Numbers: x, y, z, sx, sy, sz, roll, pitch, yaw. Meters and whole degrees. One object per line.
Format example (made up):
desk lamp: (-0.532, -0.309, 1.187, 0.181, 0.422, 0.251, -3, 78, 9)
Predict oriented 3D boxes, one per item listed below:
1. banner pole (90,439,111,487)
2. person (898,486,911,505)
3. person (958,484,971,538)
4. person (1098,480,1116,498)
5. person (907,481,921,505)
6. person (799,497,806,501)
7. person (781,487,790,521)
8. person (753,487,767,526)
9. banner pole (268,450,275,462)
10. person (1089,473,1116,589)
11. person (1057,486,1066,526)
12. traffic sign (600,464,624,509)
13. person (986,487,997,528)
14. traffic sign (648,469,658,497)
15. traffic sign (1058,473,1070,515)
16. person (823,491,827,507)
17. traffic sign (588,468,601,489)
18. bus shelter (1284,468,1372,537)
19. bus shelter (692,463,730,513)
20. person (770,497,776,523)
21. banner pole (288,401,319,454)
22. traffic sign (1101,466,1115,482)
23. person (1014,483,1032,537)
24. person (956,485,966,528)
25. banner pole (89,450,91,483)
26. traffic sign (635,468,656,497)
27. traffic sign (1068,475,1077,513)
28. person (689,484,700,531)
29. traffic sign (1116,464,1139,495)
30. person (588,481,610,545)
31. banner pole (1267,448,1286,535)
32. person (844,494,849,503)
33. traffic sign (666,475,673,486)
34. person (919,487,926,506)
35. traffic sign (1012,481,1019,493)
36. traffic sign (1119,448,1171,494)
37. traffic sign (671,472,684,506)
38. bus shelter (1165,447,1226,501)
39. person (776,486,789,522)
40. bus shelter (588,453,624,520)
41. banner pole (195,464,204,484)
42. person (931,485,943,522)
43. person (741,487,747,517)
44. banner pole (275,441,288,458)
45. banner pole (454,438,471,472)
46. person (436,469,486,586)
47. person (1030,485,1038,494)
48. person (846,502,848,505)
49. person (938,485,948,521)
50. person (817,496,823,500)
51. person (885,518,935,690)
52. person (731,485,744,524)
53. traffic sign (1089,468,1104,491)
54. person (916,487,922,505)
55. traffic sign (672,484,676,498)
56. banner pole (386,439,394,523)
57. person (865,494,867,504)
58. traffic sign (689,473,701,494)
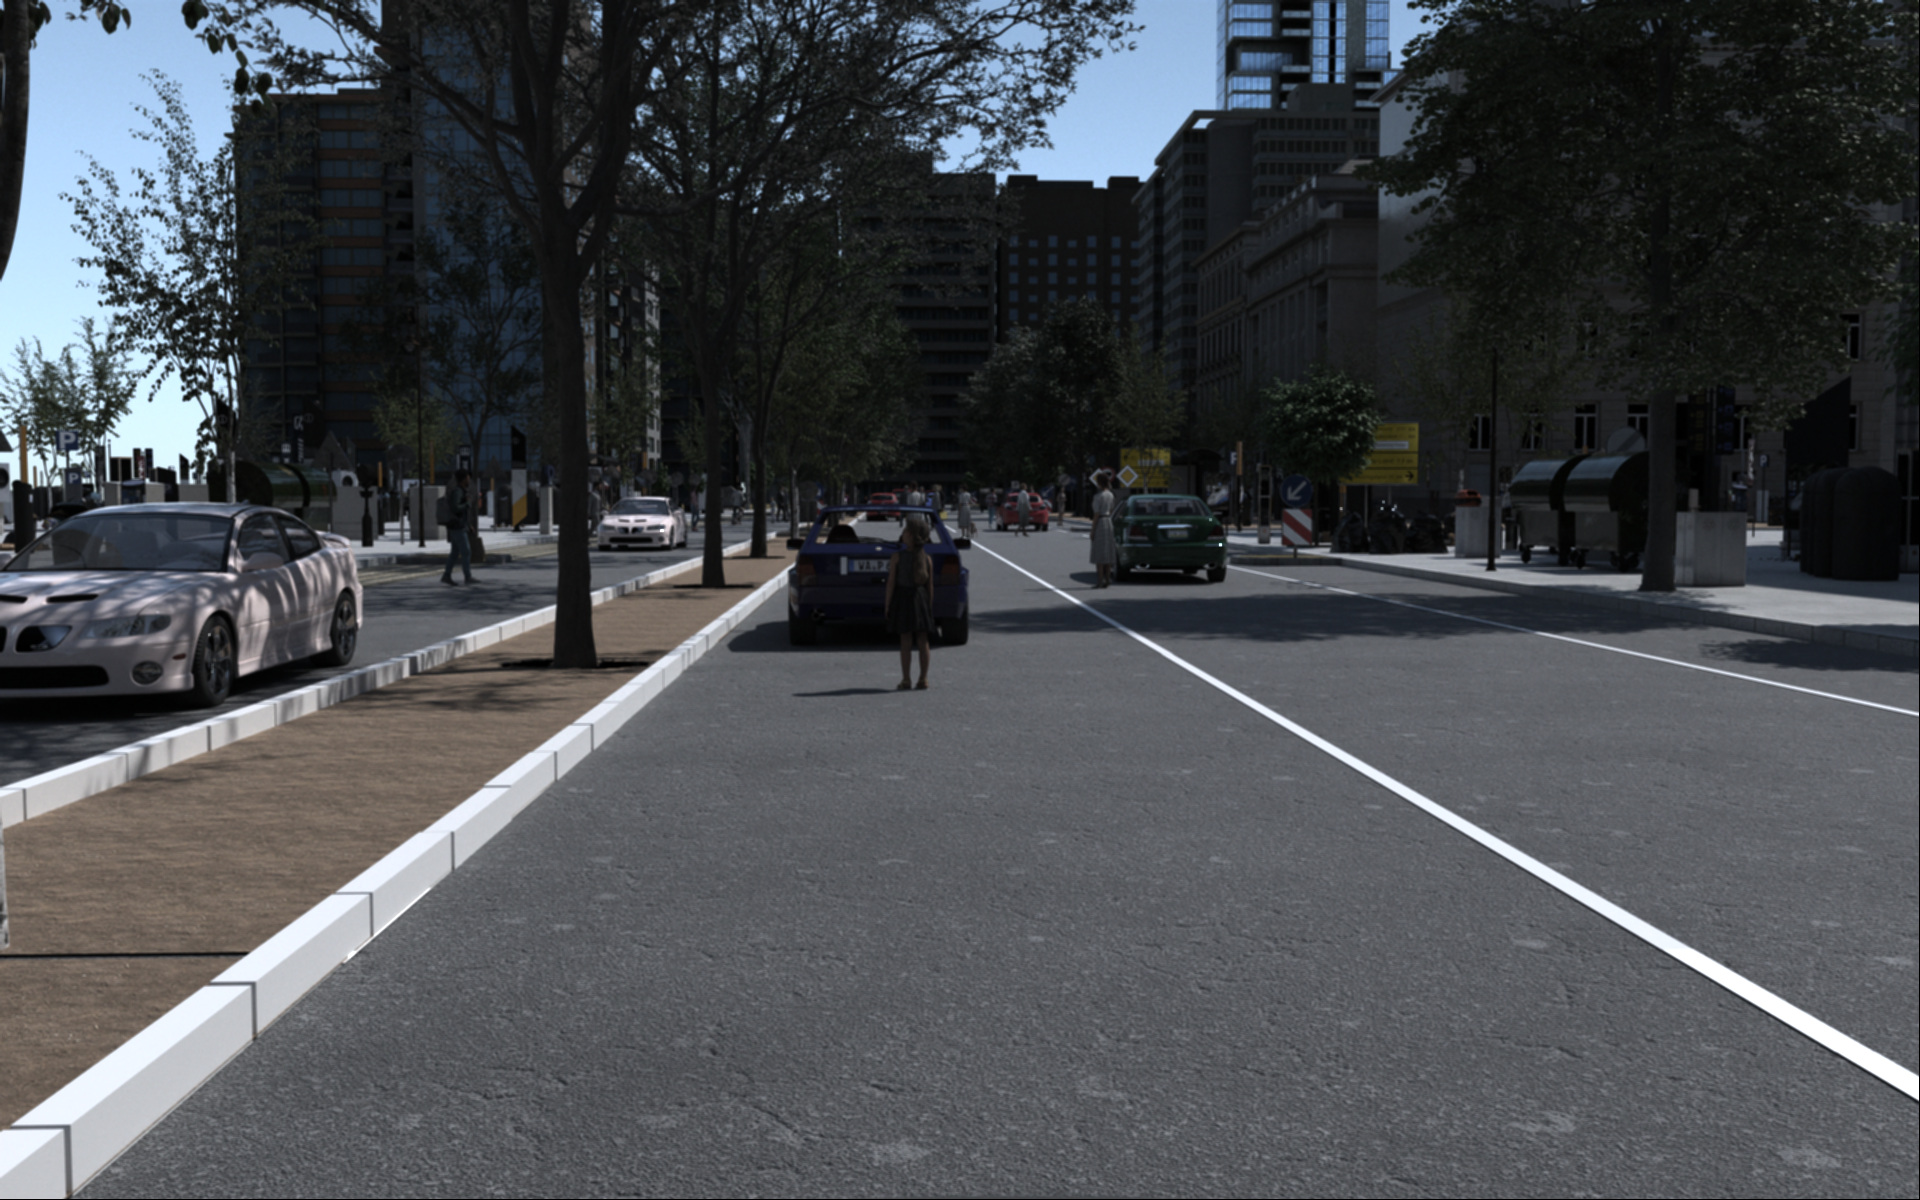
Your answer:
banner pole: (-38.990, -5.440, 78.964, 0.863, 3.779, 0.401, -2, 4, -27)
person: (-2.389, -4.071, 75.239, 0.661, 1.801, 0.590, -1, 4, -15)
person: (0.124, -2.874, 56.055, 0.480, 1.755, 0.524, -2, 4, -34)
person: (4.694, -2.921, 55.622, 0.648, 1.900, 0.474, -3, 5, -41)
person: (-1.183, -2.043, 42.465, 0.524, 1.755, 0.480, 3, 5, 44)
person: (-9.409, -5.790, 104.174, 0.522, 1.701, 0.512, 1, 4, 13)
person: (-9.167, -5.013, 90.641, 0.526, 1.800, 0.537, -1, 4, -13)
person: (-8.894, -4.177, 76.978, 0.592, 1.802, 0.473, -1, 4, -15)
banner pole: (-38.995, -6.631, 98.438, 0.863, 3.779, 0.401, 0, 4, 6)
person: (2.114, -1.058, 26.371, 0.524, 1.755, 0.480, 3, 5, 42)
person: (4.526, -4.170, 77.015, 0.599, 1.781, 0.374, -3, 5, -44)
traffic sign: (-11.596, -3.305, 57.686, 0.795, 2.450, 0.064, 0, 4, -2)
person: (1.321, -3.901, 73.121, 0.563, 1.720, 0.643, 3, 5, 44)
traffic sign: (-15.753, -5.381, 88.085, 0.768, 2.556, 0.104, 0, 4, 5)
traffic sign: (6.415, -6.525, 106.784, 0.768, 2.556, 0.104, 0, 4, -1)
person: (-14.769, -11.202, 192.472, 1.217, 1.723, 0.721, 2, 4, 27)
traffic sign: (-17.854, -5.148, 84.280, 0.768, 2.556, 0.104, 0, 4, -1)
bus shelter: (11.572, -3.921, 55.396, 1.731, 3.624, 6.357, 0, 4, -2)
bus shelter: (-16.573, -7.433, 115.453, 2.014, 3.302, 5.546, 0, 4, -2)
person: (-9.291, -4.469, 85.849, 0.425, 1.301, 0.394, 3, 4, 36)
banner pole: (-17.475, -3.455, 46.508, 0.863, 3.779, 0.401, -2, 4, -27)
traffic sign: (6.658, -4.797, 78.537, 0.768, 2.556, 0.104, 0, 4, 6)
person: (2.091, -3.029, 58.246, 0.641, 1.798, 0.478, -1, 4, -23)
person: (0.094, -3.903, 72.493, 0.473, 1.802, 0.592, 2, 4, 33)
banner pole: (-41.702, -5.695, 83.136, 0.401, 3.779, 0.863, -2, 4, -31)
traffic sign: (-11.919, -3.793, 65.665, 0.795, 2.450, 0.064, 0, 4, -2)
traffic sign: (7.538, -7.120, 116.522, 0.768, 2.556, 0.104, 0, 4, 1)
person: (-10.224, -3.559, 66.704, 0.388, 1.821, 0.555, -2, 4, -31)
traffic sign: (5.635, -3.347, 58.362, 0.795, 2.450, 0.064, 0, 4, -2)
person: (-10.110, -2.402, 48.054, 0.850, 1.792, 0.678, 1, 4, 9)
banner pole: (9.810, -3.910, 53.951, 0.863, 3.779, 0.401, 0, 4, -5)
person: (-9.592, -8.343, 148.137, 0.991, 1.433, 0.599, -1, 4, -19)
traffic sign: (-17.340, -6.240, 103.215, 0.795, 2.450, 0.064, 0, 4, 0)
person: (-1.737, -4.408, 80.971, 0.834, 1.777, 0.661, 3, 5, 42)
traffic sign: (4.403, -8.296, 137.770, 0.606, 2.300, 0.079, 0, 4, 6)
traffic sign: (8.122, -5.020, 75.949, 2.265, 3.308, 0.079, 0, 4, 1)
traffic sign: (-16.444, -6.151, 100.679, 0.768, 2.556, 0.104, 0, 4, 3)
bus shelter: (10.419, -5.133, 77.852, 2.014, 3.302, 5.546, 0, 4, -2)
person: (-8.993, -4.860, 87.733, 0.755, 1.850, 0.659, 2, 4, 33)
bus shelter: (-18.437, -5.737, 87.731, 2.014, 3.302, 5.546, 0, 4, -2)
banner pole: (-54.207, -8.174, 123.659, 0.401, 3.779, 0.863, 2, 4, 29)
person: (-0.914, -3.578, 67.177, 0.728, 1.800, 0.709, 0, 4, 2)
person: (-13.325, -5.953, 105.606, 0.659, 1.850, 0.755, 0, 4, -2)
banner pole: (-28.043, -5.046, 72.518, 0.401, 3.779, 0.863, 2, 4, 34)
banner pole: (-22.258, -5.344, 77.395, 0.863, 3.779, 0.401, -1, 4, -17)
person: (-7.731, -1.124, 26.865, 0.713, 1.824, 0.794, 0, 4, 1)
person: (3.450, -4.518, 82.149, 0.659, 1.850, 0.755, 2, 4, 26)
person: (-8.518, -7.745, 135.112, 0.713, 1.824, 0.794, 2, 4, 26)
person: (-0.843, -3.747, 69.988, 0.699, 1.804, 1.509, 0, 4, -1)
person: (-10.844, -7.777, 135.429, 0.755, 1.850, 0.659, -2, 4, -24)
person: (-0.372, 0.028, 12.708, 0.362, 1.253, 0.373, -1, 4, -16)
person: (-10.614, -4.541, 82.598, 0.661, 1.843, 0.795, 1, 4, 14)
traffic sign: (5.312, -3.835, 66.341, 0.795, 2.450, 0.064, 0, 4, -2)
person: (-1.790, -3.813, 71.242, 0.661, 1.777, 0.834, -3, 4, -36)
traffic sign: (-20.642, -7.638, 124.988, 0.768, 2.556, 0.104, 0, 4, 0)
banner pole: (-25.645, -5.378, 77.947, 0.401, 3.779, 0.863, -3, 5, -40)
person: (-10.196, -10.776, 187.953, 0.557, 1.426, 1.065, 1, 4, 9)
traffic sign: (-16.293, -6.503, 106.429, 0.768, 2.556, 0.104, 0, 4, 3)
